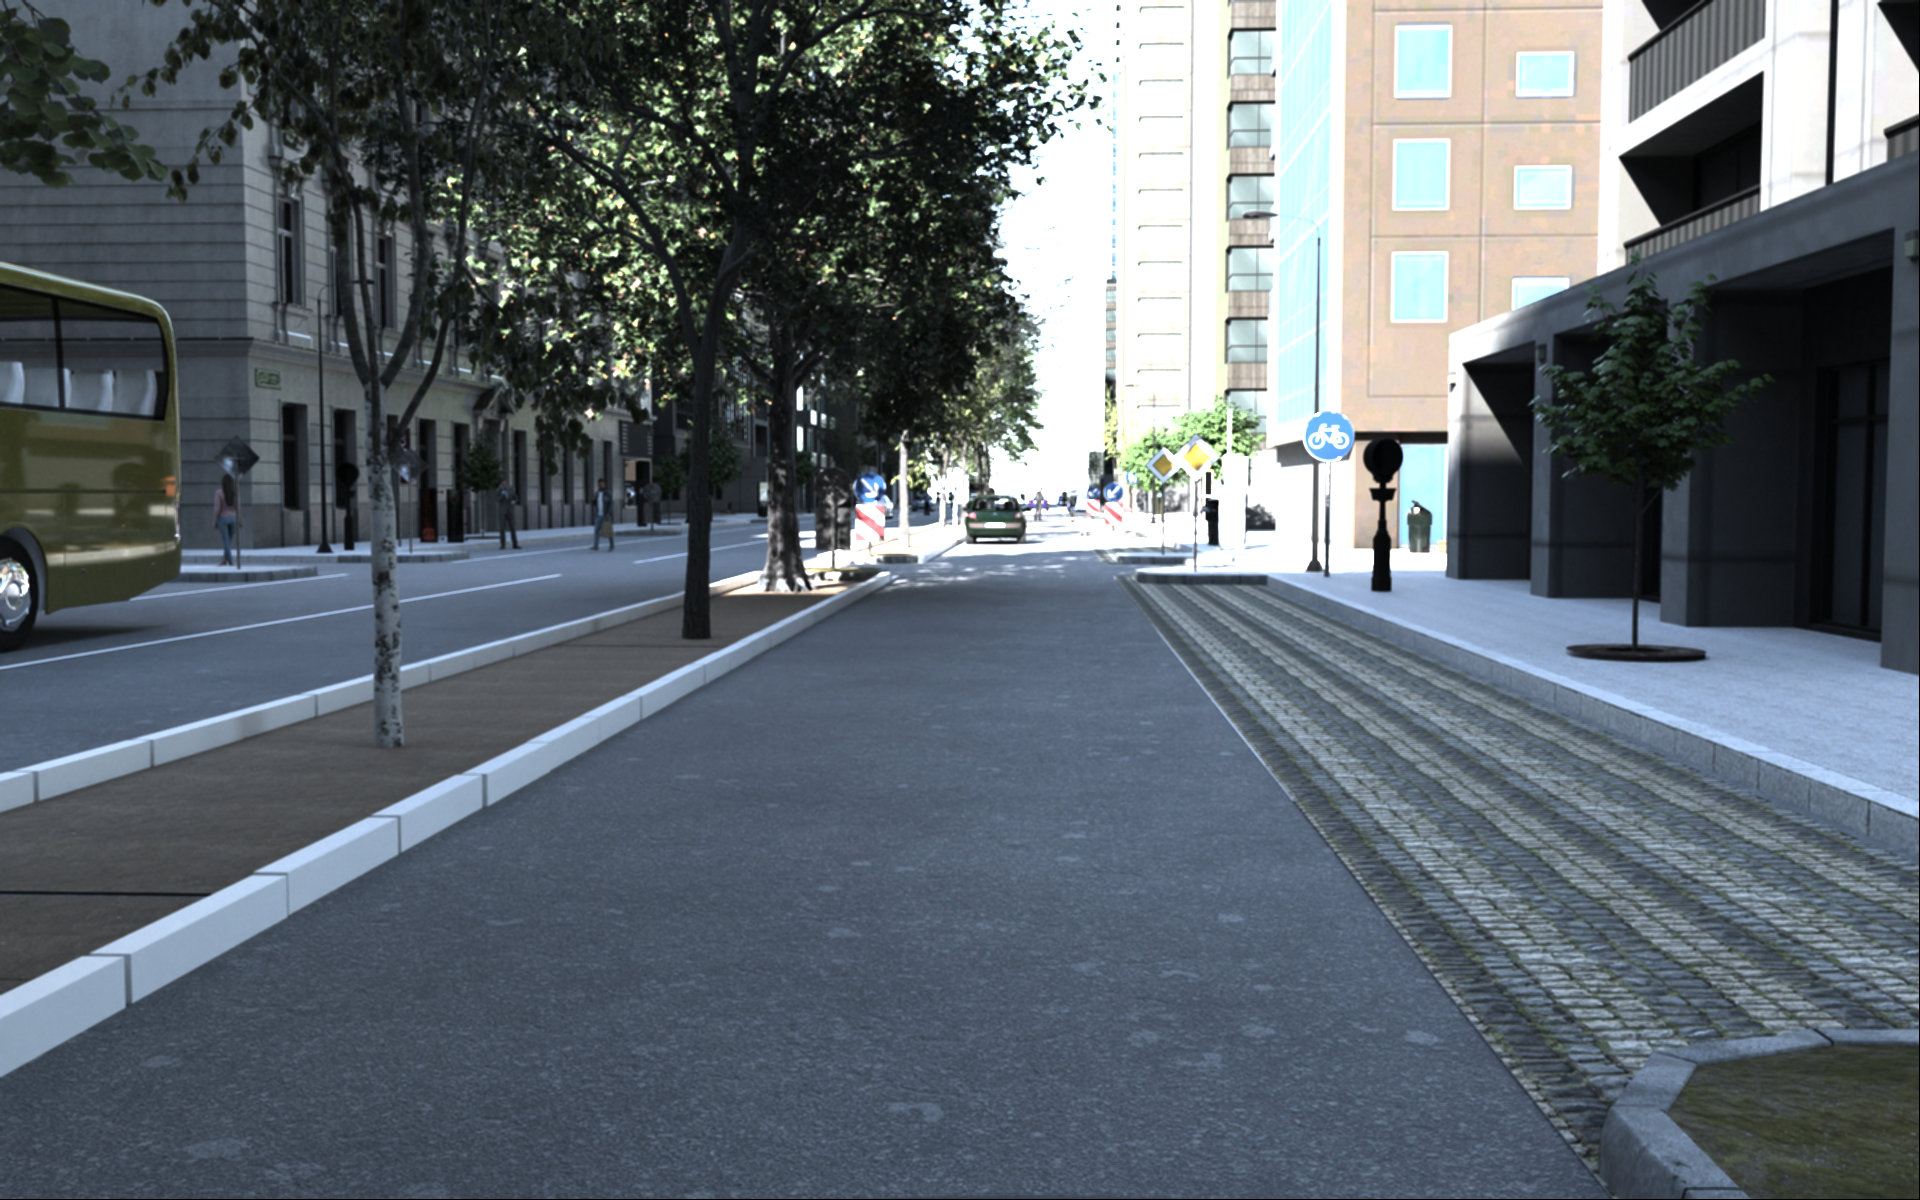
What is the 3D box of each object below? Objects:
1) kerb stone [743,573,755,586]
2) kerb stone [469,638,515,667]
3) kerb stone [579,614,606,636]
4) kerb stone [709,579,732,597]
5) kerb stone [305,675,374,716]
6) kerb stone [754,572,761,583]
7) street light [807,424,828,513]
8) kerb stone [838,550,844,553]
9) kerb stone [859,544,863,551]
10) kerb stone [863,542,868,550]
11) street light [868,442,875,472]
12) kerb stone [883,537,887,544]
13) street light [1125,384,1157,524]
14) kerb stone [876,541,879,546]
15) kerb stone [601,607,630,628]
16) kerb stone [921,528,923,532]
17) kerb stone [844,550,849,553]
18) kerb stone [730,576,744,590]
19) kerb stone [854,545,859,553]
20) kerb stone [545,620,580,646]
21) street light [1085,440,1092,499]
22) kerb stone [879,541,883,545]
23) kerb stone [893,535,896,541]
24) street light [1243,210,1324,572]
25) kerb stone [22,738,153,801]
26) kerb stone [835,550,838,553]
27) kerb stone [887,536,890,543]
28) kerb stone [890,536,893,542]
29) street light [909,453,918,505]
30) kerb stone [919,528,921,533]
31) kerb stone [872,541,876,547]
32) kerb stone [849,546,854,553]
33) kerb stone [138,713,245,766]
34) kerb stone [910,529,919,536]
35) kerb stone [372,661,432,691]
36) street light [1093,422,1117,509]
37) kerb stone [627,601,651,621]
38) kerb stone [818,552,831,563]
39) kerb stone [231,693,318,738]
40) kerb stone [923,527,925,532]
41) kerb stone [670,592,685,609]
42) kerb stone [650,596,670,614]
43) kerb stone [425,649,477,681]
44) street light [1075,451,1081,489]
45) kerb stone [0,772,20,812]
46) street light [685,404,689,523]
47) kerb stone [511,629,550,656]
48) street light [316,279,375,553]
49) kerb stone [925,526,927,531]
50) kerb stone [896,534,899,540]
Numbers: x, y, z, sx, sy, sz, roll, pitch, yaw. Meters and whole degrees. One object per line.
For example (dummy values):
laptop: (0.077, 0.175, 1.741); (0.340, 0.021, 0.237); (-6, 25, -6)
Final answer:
kerb stone: (-3.371, -0.293, 26.984); (0.120, 0.150, 1.000); (0, 4, 3)
kerb stone: (-4.002, 0.460, 14.667); (0.120, 0.150, 1.000); (0, 4, 3)
kerb stone: (-3.839, 0.274, 17.758); (0.120, 0.150, 1.000); (0, 4, 3)
kerb stone: (-3.476, -0.161, 24.927); (0.120, 0.150, 1.000); (0, 4, 3)
kerb stone: (-4.151, 0.648, 11.599); (0.120, 0.150, 1.000); (0, 4, 3)
kerb stone: (-3.333, -0.355, 28.007); (0.120, 0.150, 1.000); (0, 4, 3)
street light: (-9.449, -8.691, 114.639); (1.470, 5.913, 1.316); (0, 4, 3)
kerb stone: (-2.773, -1.011, 38.780); (0.120, 0.150, 1.000); (0, 4, 3)
kerb stone: (-2.573, -1.265, 42.876); (0.120, 0.150, 1.000); (0, 4, 3)
kerb stone: (-2.511, -1.327, 43.897); (0.120, 0.150, 1.000); (0, 4, 3)
street light: (-7.499, -11.012, 152.593); (1.470, 5.913, 1.316); (0, 4, 3)
kerb stone: (-2.256, -1.641, 49.032); (0.120, 0.150, 1.000); (0, 4, 3)
street light: (7.650, -6.159, 73.239); (1.470, 5.913, 1.316); (0, 4, 3)
kerb stone: (-2.368, -1.515, 46.972); (0.120, 0.150, 1.000); (0, 4, 3)
kerb stone: (-3.788, 0.209, 18.783); (0.120, 0.150, 1.000); (0, 4, 3)
kerb stone: (-1.536, -2.517, 63.351); (0.120, 0.150, 1.000); (0, 4, 3)
kerb stone: (-2.722, -1.073, 39.805); (0.120, 0.150, 1.000); (0, 4, 3)
kerb stone: (-3.425, -0.230, 25.961); (0.120, 0.150, 1.000); (0, 4, 3)
kerb stone: (-2.626, -1.200, 41.850); (0.120, 0.150, 1.000); (0, 4, 3)
kerb stone: (-3.889, 0.334, 16.736); (0.120, 0.150, 1.000); (0, 4, 3)
street light: (11.563, -10.840, 149.779); (1.470, 5.913, 1.316); (0, 4, 3)
kerb stone: (-2.317, -1.579, 48.009); (0.120, 0.150, 1.000); (0, 4, 3)
kerb stone: (-2.106, -1.830, 52.112); (0.120, 0.150, 1.000); (0, 4, 3)
street light: (5.324, -3.422, 28.486); (1.470, 5.913, 1.316); (0, 4, 3)
kerb stone: (-4.304, 0.836, 8.526); (0.120, 0.150, 1.000); (0, 4, 3)
kerb stone: (-2.832, -0.951, 37.754); (0.120, 0.150, 1.000); (0, 4, 3)
kerb stone: (-2.201, -1.704, 50.059); (0.120, 0.150, 1.000); (0, 4, 3)
kerb stone: (-2.165, -1.767, 51.089); (0.120, 0.150, 1.000); (0, 4, 3)
street light: (-5.176, -13.716, 196.803); (1.470, 5.913, 1.316); (0, 4, 3)
kerb stone: (-1.587, -2.454, 62.325); (0.120, 0.150, 1.000); (0, 4, 3)
kerb stone: (-2.415, -1.451, 45.951); (0.120, 0.150, 1.000); (0, 4, 3)
kerb stone: (-2.678, -1.139, 40.826); (0.120, 0.150, 1.000); (0, 4, 3)
kerb stone: (-4.247, 0.773, 9.552); (0.120, 0.150, 1.000); (0, 4, 3)
kerb stone: (-1.631, -2.388, 61.304); (0.120, 0.150, 1.000); (0, 4, 3)
kerb stone: (-4.107, 0.586, 12.622); (0.120, 0.150, 1.000); (0, 4, 3)
street light: (9.497, -8.481, 111.198); (1.470, 5.913, 1.316); (0, 4, 3)
kerb stone: (-3.734, 0.146, 19.810); (0.120, 0.150, 1.000); (0, 4, 3)
kerb stone: (-2.881, -0.889, 36.734); (0.120, 0.150, 1.000); (0, 4, 3)
kerb stone: (-4.209, 0.714, 10.574); (0.120, 0.150, 1.000); (0, 4, 3)
kerb stone: (-1.482, -2.579, 64.372); (0.120, 0.150, 1.000); (0, 4, 3)
kerb stone: (-3.635, 0.029, 21.857); (0.120, 0.150, 1.000); (0, 4, 3)
kerb stone: (-3.688, 0.085, 20.836); (0.120, 0.150, 1.000); (0, 4, 3)
kerb stone: (-4.051, 0.523, 13.646); (0.120, 0.150, 1.000); (0, 4, 3)
street light: (13.376, -13.162, 187.740); (1.470, 5.913, 1.316); (0, 4, 3)
kerb stone: (-4.361, 0.899, 7.499); (0.120, 0.150, 1.000); (0, 4, 3)
street light: (-11.397, -6.325, 75.963); (1.470, 5.913, 1.316); (0, 4, 3)
kerb stone: (-3.941, 0.397, 15.702); (0.120, 0.150, 1.000); (0, 4, 3)
street light: (-13.291, -3.972, 37.485); (1.470, 5.913, 1.316); (0, 4, 3)
kerb stone: (-1.426, -2.639, 65.393); (0.120, 0.150, 1.000); (0, 4, 3)
kerb stone: (-2.048, -1.888, 53.132); (0.120, 0.150, 1.000); (0, 4, 3)
